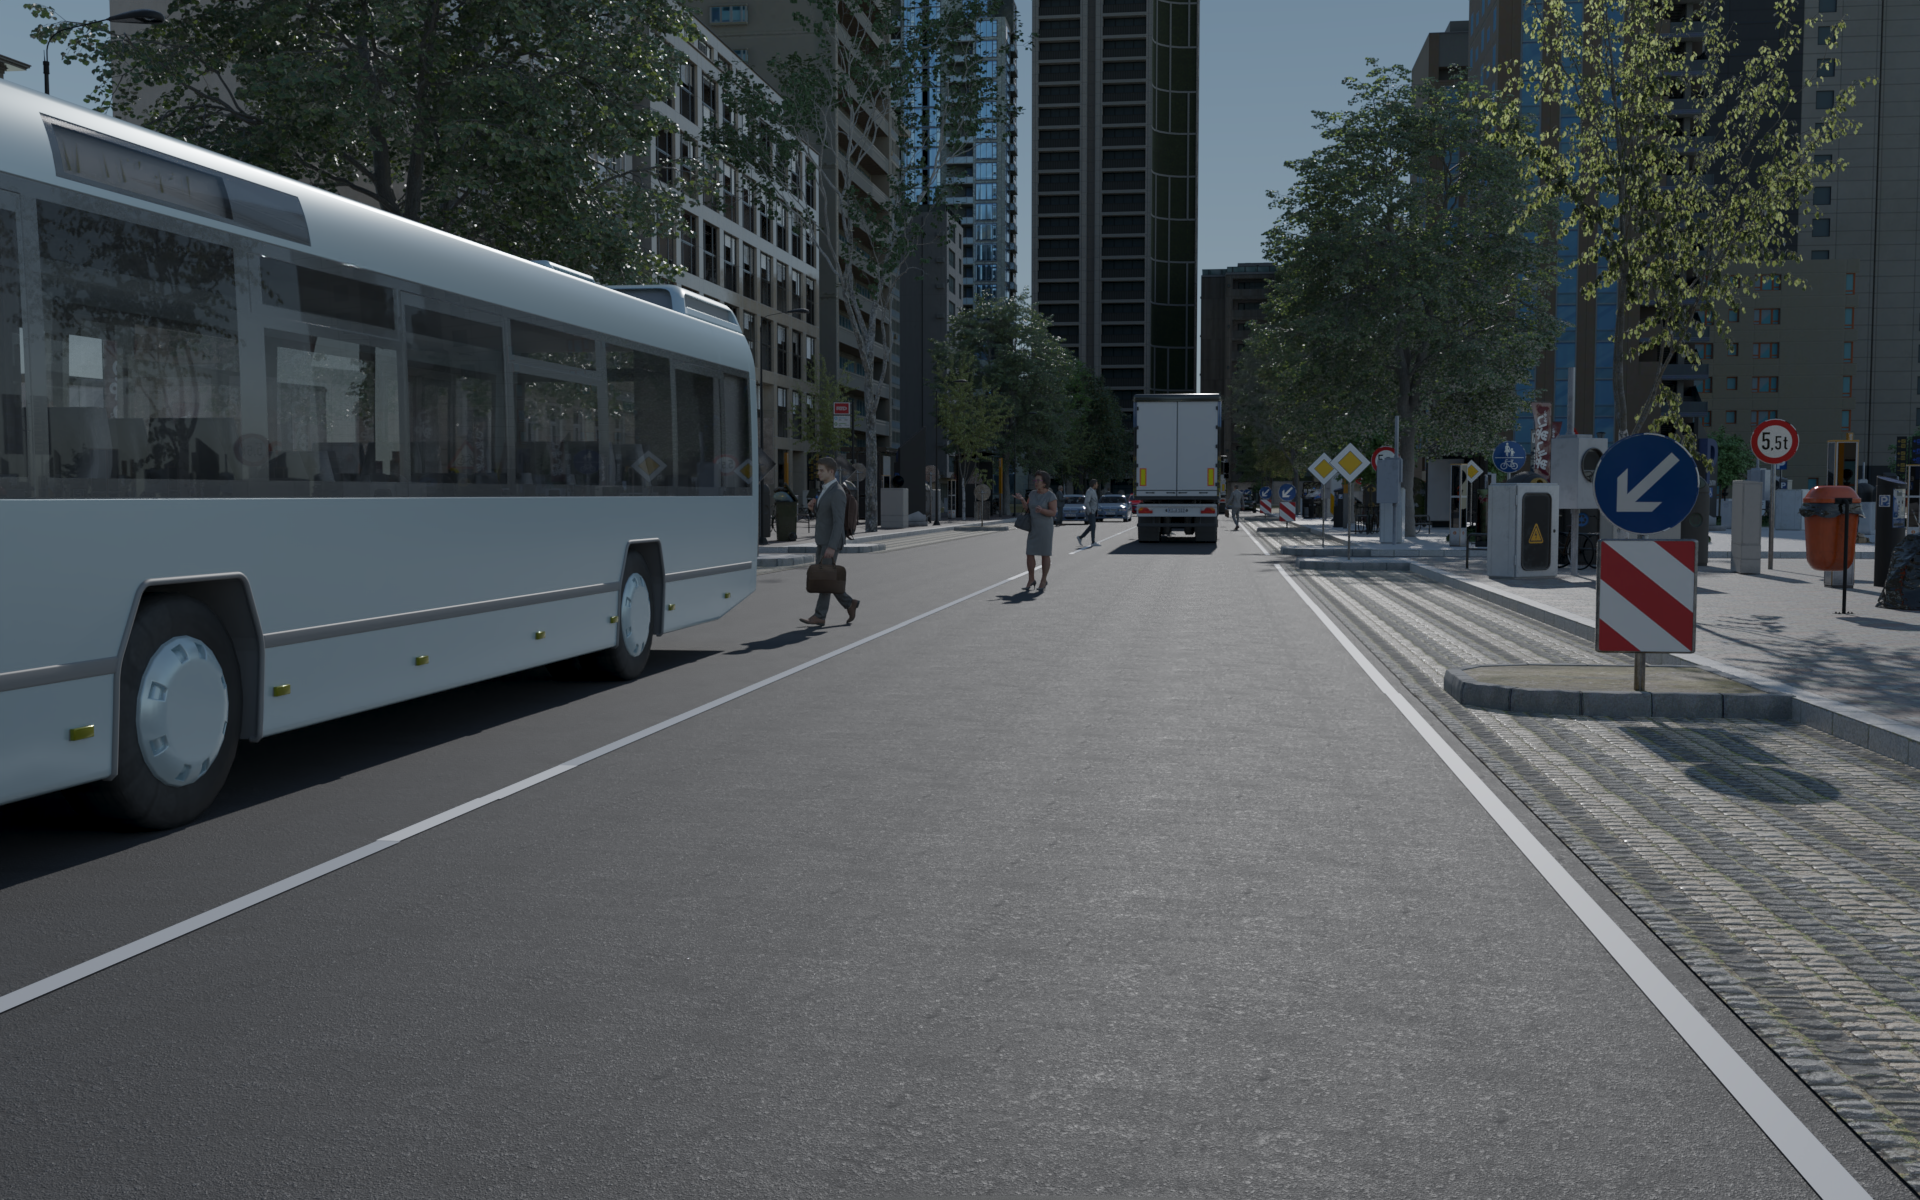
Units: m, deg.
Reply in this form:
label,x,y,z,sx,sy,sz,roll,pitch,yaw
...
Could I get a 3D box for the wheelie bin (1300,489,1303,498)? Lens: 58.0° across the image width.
label,x,y,z,sx,sy,sz,roll,pitch,yaw
wheelie bin,22.046,-6.235,109.858,0.980,1.594,0.693,1,4,21

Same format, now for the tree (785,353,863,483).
label,x,y,z,sx,sy,sz,roll,pitch,yaw
tree,-6.854,-8.533,89.880,4.737,8.622,4.395,0,3,0

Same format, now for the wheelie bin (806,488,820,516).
label,x,y,z,sx,sy,sz,roll,pitch,yaw
wheelie bin,-8.209,-5.474,97.414,0.980,1.594,0.693,3,4,37

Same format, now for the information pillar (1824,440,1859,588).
label,x,y,z,sx,sy,sz,roll,pitch,yaw
information pillar,12.046,-1.174,23.681,0.304,2.012,0.304,0,4,7

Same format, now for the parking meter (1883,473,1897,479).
label,x,y,z,sx,sy,sz,roll,pitch,yaw
parking meter,25.143,-2.517,46.869,0.255,1.863,0.399,1,4,12

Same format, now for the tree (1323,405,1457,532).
label,x,y,z,sx,sy,sz,roll,pitch,yaw
tree,14.006,-4.608,59.052,4.285,4.588,4.351,0,3,0

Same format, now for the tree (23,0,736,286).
label,x,y,z,sx,sy,sz,roll,pitch,yaw
tree,-8.334,-7.315,26.261,9.857,13.997,8.962,0,3,0

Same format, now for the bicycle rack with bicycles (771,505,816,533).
label,x,y,z,sx,sy,sz,roll,pitch,yaw
bicycle rack with bicycles,-6.192,-2.684,57.262,2.852,0.926,2.925,-1,4,-22

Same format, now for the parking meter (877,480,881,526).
label,x,y,z,sx,sy,sz,roll,pitch,yaw
parking meter,-3.296,-3.939,70.110,0.255,1.863,0.399,-1,4,-23

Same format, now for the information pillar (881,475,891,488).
label,x,y,z,sx,sy,sz,roll,pitch,yaw
information pillar,-2.877,-3.843,67.329,0.304,2.012,0.304,-1,4,-14

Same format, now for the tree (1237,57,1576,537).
label,x,y,z,sx,sy,sz,roll,pitch,yaw
tree,13.466,-8.866,51.609,9.857,13.997,8.962,0,3,0

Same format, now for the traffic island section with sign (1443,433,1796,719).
label,x,y,z,sx,sy,sz,roll,pitch,yaw
traffic island section with sign,4.446,-0.207,12.005,1.989,1.847,2.006,1,4,8

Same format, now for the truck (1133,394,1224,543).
label,x,y,z,sx,sy,sz,roll,pitch,yaw
truck,6.865,-3.988,54.117,2.839,4.237,11.283,0,4,8

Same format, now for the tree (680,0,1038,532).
label,x,y,z,sx,sy,sz,roll,pitch,yaw
tree,-4.363,-12.332,57.515,12.611,20.169,13.585,0,3,0

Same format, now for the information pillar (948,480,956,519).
label,x,y,z,sx,sy,sz,roll,pitch,yaw
information pillar,-0.429,-5.193,89.400,0.304,2.012,0.304,-3,5,-42

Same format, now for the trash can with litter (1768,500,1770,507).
label,x,y,z,sx,sy,sz,roll,pitch,yaw
trash can with litter,38.354,-4.296,81.625,1.055,1.170,0.624,-3,5,-44

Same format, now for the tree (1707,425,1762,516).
label,x,y,z,sx,sy,sz,roll,pitch,yaw
tree,35.556,-5.939,80.822,4.285,4.588,4.351,0,3,0

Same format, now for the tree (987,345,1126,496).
label,x,y,z,sx,sy,sz,roll,pitch,yaw
tree,5.429,-11.752,117.898,9.928,11.665,9.643,0,3,0

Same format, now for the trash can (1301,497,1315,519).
label,x,y,z,sx,sy,sz,roll,pitch,yaw
trash can,18.121,-4.803,90.187,0.748,1.137,0.748,0,3,0

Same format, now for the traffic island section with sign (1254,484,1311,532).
label,x,y,z,sx,sy,sz,roll,pitch,yaw
traffic island section with sign,12.331,-3.509,65.997,1.989,1.847,2.006,1,4,8

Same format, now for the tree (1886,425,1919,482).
label,x,y,z,sx,sy,sz,roll,pitch,yaw
tree,40.214,-5.361,71.366,4.285,4.588,4.351,0,3,0

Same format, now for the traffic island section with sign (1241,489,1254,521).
label,x,y,z,sx,sy,sz,roll,pitch,yaw
traffic island section with sign,16.236,-5.146,92.770,1.989,1.847,2.006,1,4,8

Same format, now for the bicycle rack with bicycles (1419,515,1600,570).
label,x,y,z,sx,sy,sz,roll,pitch,yaw
bicycle rack with bicycles,9.935,-0.985,29.482,2.852,0.926,2.925,-1,4,-19

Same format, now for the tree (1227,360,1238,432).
label,x,y,z,sx,sy,sz,roll,pitch,yaw
tree,23.380,-13.028,119.670,9.857,13.997,8.962,0,3,0

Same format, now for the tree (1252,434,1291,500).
label,x,y,z,sx,sy,sz,roll,pitch,yaw
tree,29.022,-12.932,161.803,4.737,8.622,4.395,0,3,0

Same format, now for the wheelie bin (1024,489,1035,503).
label,x,y,z,sx,sy,sz,roll,pitch,yaw
wheelie bin,4.717,-6.594,115.712,0.980,1.594,0.693,1,4,15

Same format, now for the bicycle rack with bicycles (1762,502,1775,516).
label,x,y,z,sx,sy,sz,roll,pitch,yaw
bicycle rack with bicycles,35.535,-3.832,76.041,2.852,0.926,2.925,0,4,6

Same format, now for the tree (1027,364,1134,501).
label,x,y,z,sx,sy,sz,roll,pitch,yaw
tree,10.471,-14.308,150.949,9.611,12.733,9.660,0,3,0

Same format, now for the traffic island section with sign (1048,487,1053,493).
label,x,y,z,sx,sy,sz,roll,pitch,yaw
traffic island section with sign,4.769,-5.244,94.372,1.989,1.847,2.006,1,4,8

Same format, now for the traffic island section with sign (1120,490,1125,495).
label,x,y,z,sx,sy,sz,roll,pitch,yaw
traffic island section with sign,15.995,-9.941,171.157,1.989,1.847,2.006,1,4,8

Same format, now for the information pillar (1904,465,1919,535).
label,x,y,z,sx,sy,sz,roll,pitch,yaw
information pillar,23.805,-2.372,43.273,0.304,2.012,0.304,1,4,16

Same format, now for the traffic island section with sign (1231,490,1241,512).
label,x,y,z,sx,sy,sz,roll,pitch,yaw
traffic island section with sign,23.483,-8.178,142.345,1.989,1.847,2.006,1,4,8

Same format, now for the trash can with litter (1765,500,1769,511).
label,x,y,z,sx,sy,sz,roll,pitch,yaw
trash can with litter,48.762,-5.707,104.362,1.678,1.210,2.233,-1,4,-20

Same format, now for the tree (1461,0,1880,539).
label,x,y,z,sx,sy,sz,roll,pitch,yaw
tree,8.048,-4.269,20.154,4.360,8.622,3.978,0,3,0

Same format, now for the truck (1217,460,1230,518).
label,x,y,z,sx,sy,sz,roll,pitch,yaw
truck,10.122,-4.931,76.540,3.469,3.379,9.791,1,4,9

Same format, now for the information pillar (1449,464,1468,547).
label,x,y,z,sx,sy,sz,roll,pitch,yaw
information pillar,12.142,-2.305,42.180,0.304,2.012,0.304,-3,5,-42

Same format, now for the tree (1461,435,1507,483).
label,x,y,z,sx,sy,sz,roll,pitch,yaw
tree,26.159,-6.324,87.114,4.285,4.588,4.351,0,3,0

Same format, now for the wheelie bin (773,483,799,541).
label,x,y,z,sx,sy,sz,roll,pitch,yaw
wheelie bin,-4.764,-2.413,47.353,0.693,1.594,0.980,0,4,-8

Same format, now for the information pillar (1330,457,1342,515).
label,x,y,z,sx,sy,sz,roll,pitch,yaw
information pillar,14.673,-4.655,67.458,0.504,3.616,0.183,-1,4,-19

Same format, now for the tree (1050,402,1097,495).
label,x,y,z,sx,sy,sz,roll,pitch,yaw
tree,8.344,-11.308,135.255,4.737,8.622,4.395,0,3,0

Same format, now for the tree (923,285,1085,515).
label,x,y,z,sx,sy,sz,roll,pitch,yaw
tree,2.668,-12.135,105.065,9.857,13.997,8.962,0,3,0

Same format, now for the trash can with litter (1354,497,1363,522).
label,x,y,z,sx,sy,sz,roll,pitch,yaw
trash can with litter,18.514,-4.182,79.767,1.055,1.170,0.624,0,4,8

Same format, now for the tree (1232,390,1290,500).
label,x,y,z,sx,sy,sz,roll,pitch,yaw
tree,32.008,-16.073,180.918,7.486,12.596,7.792,0,3,0

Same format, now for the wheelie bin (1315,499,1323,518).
label,x,y,z,sx,sy,sz,roll,pitch,yaw
wheelie bin,19.487,-5.258,93.872,0.980,1.594,0.693,-1,4,-11

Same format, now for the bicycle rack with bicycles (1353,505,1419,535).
label,x,y,z,sx,sy,sz,roll,pitch,yaw
bicycle rack with bicycles,13.640,-2.566,55.333,2.852,0.926,2.925,3,4,37

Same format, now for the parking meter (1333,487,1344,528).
label,x,y,z,sx,sy,sz,roll,pitch,yaw
parking meter,14.516,-3.548,66.418,0.372,1.533,0.369,0,3,0

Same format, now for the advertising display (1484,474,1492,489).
label,x,y,z,sx,sy,sz,roll,pitch,yaw
advertising display,17.318,-3.159,56.857,0.123,1.923,0.974,1,4,11

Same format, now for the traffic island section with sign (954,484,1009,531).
label,x,y,z,sx,sy,sz,roll,pitch,yaw
traffic island section with sign,0.873,-3.613,67.698,1.989,1.847,2.006,1,4,8

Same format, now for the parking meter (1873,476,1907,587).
label,x,y,z,sx,sy,sz,roll,pitch,yaw
parking meter,12.881,-0.952,23.977,0.372,1.533,0.369,0,3,0

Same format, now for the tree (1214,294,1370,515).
label,x,y,z,sx,sy,sz,roll,pitch,yaw
tree,20.604,-11.965,106.003,12.009,13.543,11.850,0,3,0

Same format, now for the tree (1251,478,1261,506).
label,x,y,z,sx,sy,sz,roll,pitch,yaw
tree,32.804,-11.878,188.806,1.663,3.219,1.824,0,3,0

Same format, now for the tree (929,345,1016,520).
label,x,y,z,sx,sy,sz,roll,pitch,yaw
tree,0.317,-8.232,84.959,4.737,8.622,4.395,0,3,0

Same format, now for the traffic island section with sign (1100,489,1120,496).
label,x,y,z,sx,sy,sz,roll,pitch,yaw
traffic island section with sign,12.050,-8.291,144.188,1.989,1.847,2.006,1,4,8
